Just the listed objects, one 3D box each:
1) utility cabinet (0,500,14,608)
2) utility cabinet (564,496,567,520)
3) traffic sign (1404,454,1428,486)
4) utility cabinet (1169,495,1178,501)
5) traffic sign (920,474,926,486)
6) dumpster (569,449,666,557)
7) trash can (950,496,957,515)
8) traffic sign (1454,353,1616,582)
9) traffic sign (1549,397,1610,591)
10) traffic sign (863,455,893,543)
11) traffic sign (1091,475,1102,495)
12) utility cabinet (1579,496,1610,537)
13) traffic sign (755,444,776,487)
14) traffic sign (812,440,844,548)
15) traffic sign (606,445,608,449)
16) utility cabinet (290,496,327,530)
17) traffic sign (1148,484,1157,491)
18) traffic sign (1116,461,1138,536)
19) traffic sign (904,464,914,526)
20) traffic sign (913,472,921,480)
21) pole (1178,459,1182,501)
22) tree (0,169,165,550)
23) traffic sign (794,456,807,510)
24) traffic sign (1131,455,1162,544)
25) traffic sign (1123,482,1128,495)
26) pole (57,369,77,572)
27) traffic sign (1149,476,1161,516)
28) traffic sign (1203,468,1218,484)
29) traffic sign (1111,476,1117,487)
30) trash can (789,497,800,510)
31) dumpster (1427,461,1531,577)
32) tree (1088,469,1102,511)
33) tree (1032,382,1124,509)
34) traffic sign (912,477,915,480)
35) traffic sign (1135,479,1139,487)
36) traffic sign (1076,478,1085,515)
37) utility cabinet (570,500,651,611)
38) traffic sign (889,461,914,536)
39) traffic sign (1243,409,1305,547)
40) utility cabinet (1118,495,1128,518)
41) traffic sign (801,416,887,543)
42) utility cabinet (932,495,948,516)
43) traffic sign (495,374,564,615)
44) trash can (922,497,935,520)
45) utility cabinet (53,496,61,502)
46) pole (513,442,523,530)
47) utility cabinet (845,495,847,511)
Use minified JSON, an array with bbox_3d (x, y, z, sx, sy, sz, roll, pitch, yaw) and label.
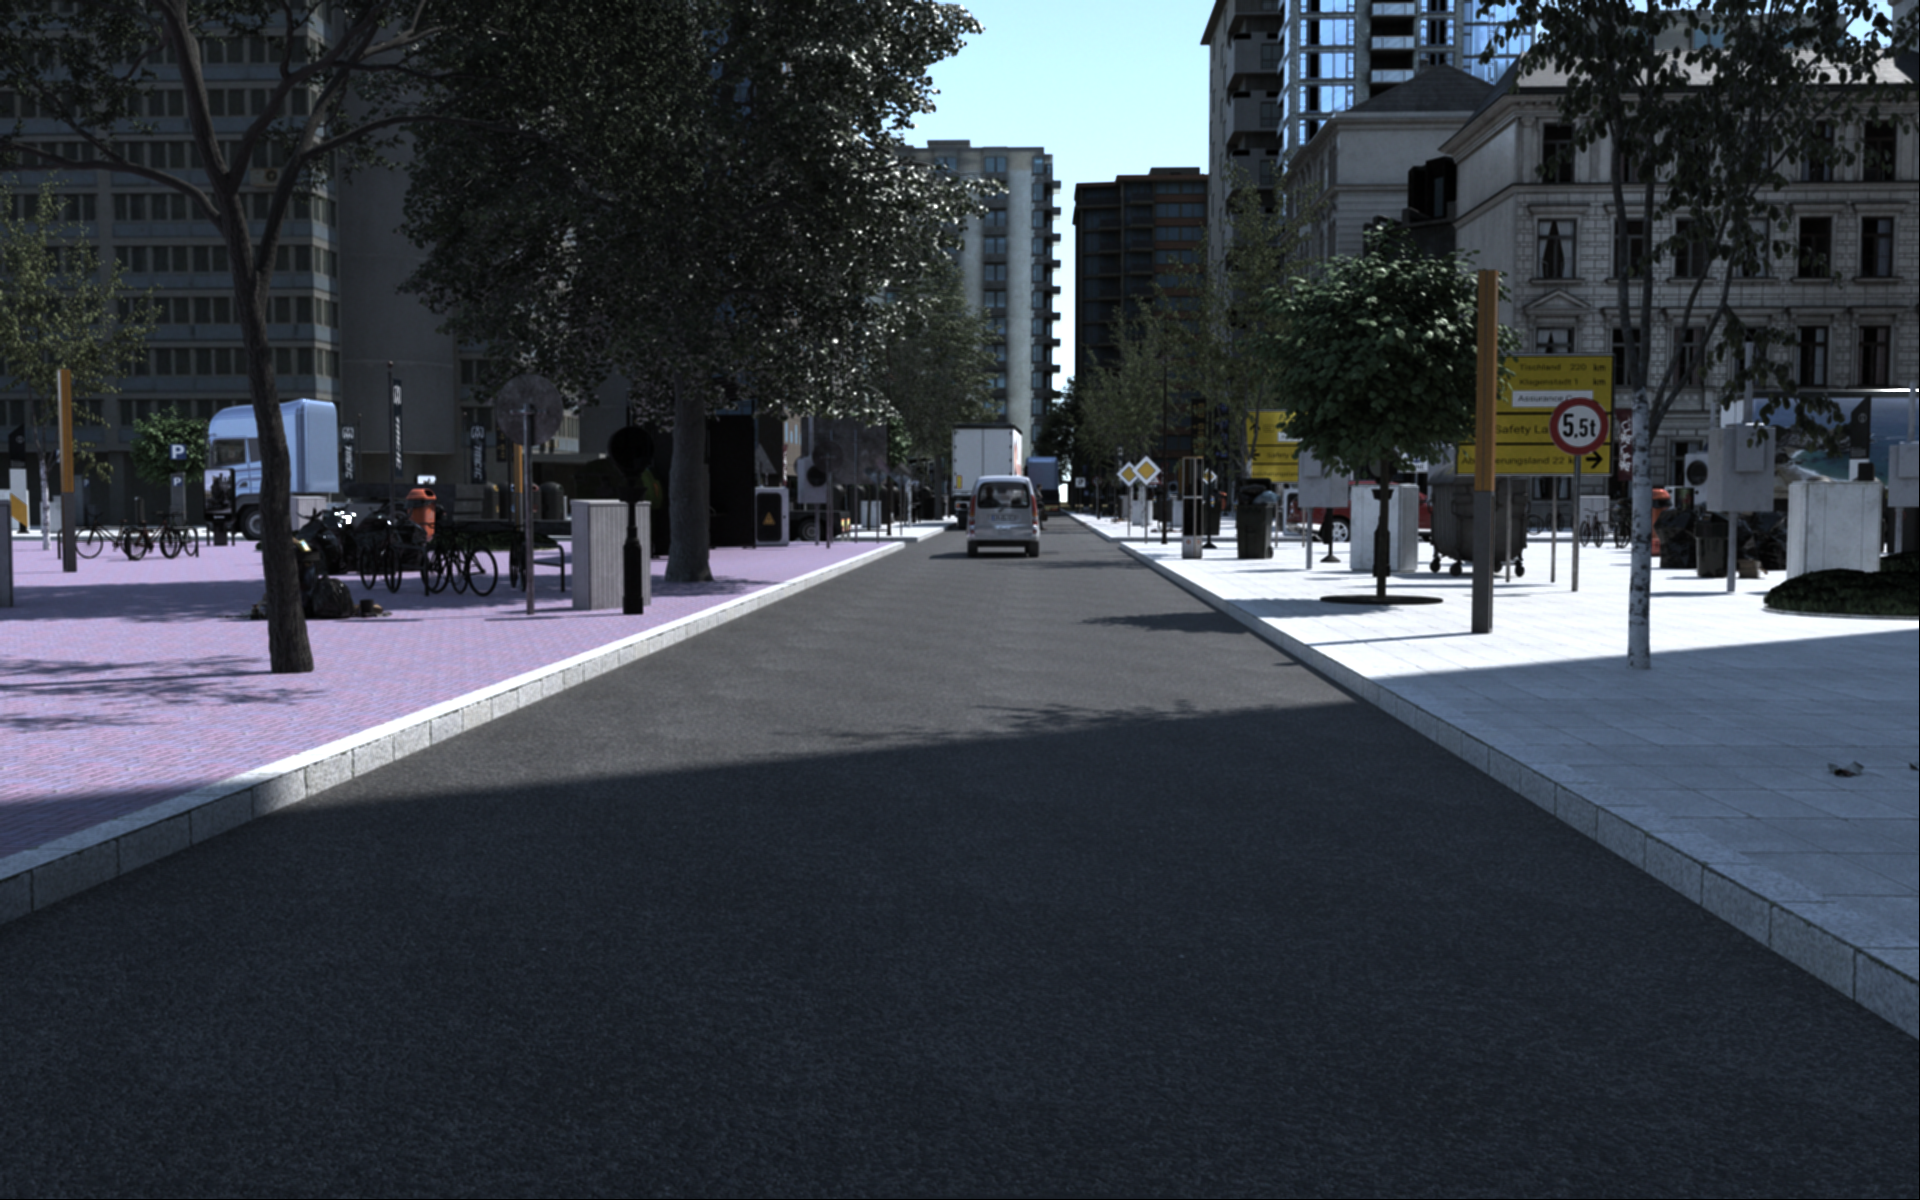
[{"bbox_3d":[-11.256,-0.510,19.503,1.020,1.237,0.306,-2,4,-26],"label":"utility cabinet"},{"bbox_3d":[-15.361,-3.351,65.956,1.020,1.237,0.306,3,5,43],"label":"utility cabinet"},{"bbox_3d":[8.817,-1.919,33.502,0.606,2.300,0.079,1,4,11],"label":"traffic sign"},{"bbox_3d":[11.059,-4.958,92.228,1.020,1.237,0.306,0,4,1],"label":"utility cabinet"},{"bbox_3d":[-2.467,-6.645,108.759,0.768,2.556,0.104,0,4,5],"label":"traffic sign"},{"bbox_3d":[-6.637,-1.902,33.591,1.502,2.255,1.985,0,4,2],"label":"dumpster"},{"bbox_3d":[-0.492,-5.681,104.542,0.748,1.137,0.748,0,3,0],"label":"trash can"},{"bbox_3d":[8.296,-1.909,25.079,2.265,3.308,0.079,0,4,3],"label":"traffic sign"},{"bbox_3d":[8.109,-1.386,22.764,0.768,2.556,0.104,0,4,7],"label":"traffic sign"},{"bbox_3d":[-2.135,-2.529,44.993,0.795,2.450,0.064,0,4,2],"label":"traffic sign"},{"bbox_3d":[9.352,-7.222,118.182,0.768,2.556,0.104,1,4,10],"label":"traffic sign"},{"bbox_3d":[19.000,-2.507,52.154,0.306,1.237,1.020,-3,5,-40],"label":"utility cabinet"},{"bbox_3d":[-5.162,-2.729,44.615,0.884,2.594,0.081,1,4,9],"label":"traffic sign"},{"bbox_3d":[-3.116,-2.494,40.880,0.768,2.556,0.104,0,4,5],"label":"traffic sign"},{"bbox_3d":[-7.373,-2.305,37.796,0.768,2.556,0.104,1,4,11],"label":"traffic sign"},{"bbox_3d":[-17.138,-2.106,45.593,0.306,1.237,1.020,2,4,24],"label":"utility cabinet"},{"bbox_3d":[12.217,-6.604,110.112,0.606,2.300,0.079,1,4,9],"label":"traffic sign"},{"bbox_3d":[5.137,-2.998,52.660,0.795,2.450,0.064,0,4,2],"label":"traffic sign"},{"bbox_3d":[-2.241,-4.311,70.598,0.768,2.556,0.104,0,4,4],"label":"traffic sign"},{"bbox_3d":[-2.584,-6.050,99.023,0.768,2.556,0.104,1,4,12],"label":"traffic sign"},{"bbox_3d":[12.776,-6.521,100.454,0.158,3.312,0.155,0,3,0],"label":"pole"},{"bbox_3d":[-20.623,-5.435,39.222,4.737,8.622,4.395,0,3,0],"label":"tree"},{"bbox_3d":[-5.024,-3.433,56.232,0.768,2.556,0.104,0,4,7],"label":"traffic sign"},{"bbox_3d":[4.802,-2.510,44.682,0.795,2.450,0.064,0,4,2],"label":"traffic sign"},{"bbox_3d":[9.248,-5.867,96.025,0.768,2.556,0.104,1,4,9],"label":"traffic sign"},{"bbox_3d":[-14.653,-2.114,28.414,0.158,3.312,0.155,0,3,0],"label":"pole"},{"bbox_3d":[10.419,-5.710,93.369,0.884,2.594,0.081,0,4,4],"label":"traffic sign"},{"bbox_3d":[10.739,-4.510,74.922,0.795,2.450,0.064,1,4,11],"label":"traffic sign"},{"bbox_3d":[10.860,-7.416,121.349,0.768,2.556,0.104,1,4,10],"label":"traffic sign"},{"bbox_3d":[-8.543,-4.634,87.425,0.748,1.137,0.748,0,3,0],"label":"trash can"},{"bbox_3d":[8.263,-1.336,27.597,1.264,1.857,1.865,0,4,2],"label":"dumpster"},{"bbox_3d":[10.116,-8.402,131.971,1.663,3.219,1.824,0,3,0],"label":"tree"},{"bbox_3d":[9.654,-12.834,144.249,8.767,10.594,7.601,-2,4,-34],"label":"tree"},{"bbox_3d":[-2.681,-5.515,90.175,0.884,2.594,0.081,0,4,7],"label":"traffic sign"},{"bbox_3d":[12.444,-7.227,119.346,0.795,2.450,0.064,1,4,9],"label":"traffic sign"},{"bbox_3d":[7.435,-6.414,107.001,0.606,2.300,0.079,0,4,3],"label":"traffic sign"},{"bbox_3d":[-3.920,-0.512,19.527,0.306,1.237,1.020,2,4,31],"label":"utility cabinet"},{"bbox_3d":[-1.800,-3.017,52.971,0.795,2.450,0.064,0,4,2],"label":"traffic sign"},{"bbox_3d":[7.951,-2.921,41.626,2.265,3.308,0.079,0,4,6],"label":"traffic sign"},{"bbox_3d":[8.826,-4.951,92.112,0.306,1.237,1.020,-2,4,-28],"label":"utility cabinet"},{"bbox_3d":[-3.054,-3.157,45.483,2.265,3.308,0.079,0,4,4],"label":"traffic sign"},{"bbox_3d":[-1.157,-5.610,102.881,1.020,1.237,0.306,1,4,17],"label":"utility cabinet"},{"bbox_3d":[-4.575,-1.117,18.372,0.768,2.556,0.104,1,4,9],"label":"traffic sign"},{"bbox_3d":[-1.524,-4.555,86.120,0.748,1.137,0.748,0,3,0],"label":"trash can"},{"bbox_3d":[-32.386,-3.141,62.521,1.020,1.237,0.306,3,5,43],"label":"utility cabinet"},{"bbox_3d":[-10.524,-2.900,41.255,0.158,3.312,0.155,0,3,0],"label":"pole"},{"bbox_3d":[-8.022,-6.821,122.678,0.306,1.237,1.020,3,5,39],"label":"utility cabinet"}]
